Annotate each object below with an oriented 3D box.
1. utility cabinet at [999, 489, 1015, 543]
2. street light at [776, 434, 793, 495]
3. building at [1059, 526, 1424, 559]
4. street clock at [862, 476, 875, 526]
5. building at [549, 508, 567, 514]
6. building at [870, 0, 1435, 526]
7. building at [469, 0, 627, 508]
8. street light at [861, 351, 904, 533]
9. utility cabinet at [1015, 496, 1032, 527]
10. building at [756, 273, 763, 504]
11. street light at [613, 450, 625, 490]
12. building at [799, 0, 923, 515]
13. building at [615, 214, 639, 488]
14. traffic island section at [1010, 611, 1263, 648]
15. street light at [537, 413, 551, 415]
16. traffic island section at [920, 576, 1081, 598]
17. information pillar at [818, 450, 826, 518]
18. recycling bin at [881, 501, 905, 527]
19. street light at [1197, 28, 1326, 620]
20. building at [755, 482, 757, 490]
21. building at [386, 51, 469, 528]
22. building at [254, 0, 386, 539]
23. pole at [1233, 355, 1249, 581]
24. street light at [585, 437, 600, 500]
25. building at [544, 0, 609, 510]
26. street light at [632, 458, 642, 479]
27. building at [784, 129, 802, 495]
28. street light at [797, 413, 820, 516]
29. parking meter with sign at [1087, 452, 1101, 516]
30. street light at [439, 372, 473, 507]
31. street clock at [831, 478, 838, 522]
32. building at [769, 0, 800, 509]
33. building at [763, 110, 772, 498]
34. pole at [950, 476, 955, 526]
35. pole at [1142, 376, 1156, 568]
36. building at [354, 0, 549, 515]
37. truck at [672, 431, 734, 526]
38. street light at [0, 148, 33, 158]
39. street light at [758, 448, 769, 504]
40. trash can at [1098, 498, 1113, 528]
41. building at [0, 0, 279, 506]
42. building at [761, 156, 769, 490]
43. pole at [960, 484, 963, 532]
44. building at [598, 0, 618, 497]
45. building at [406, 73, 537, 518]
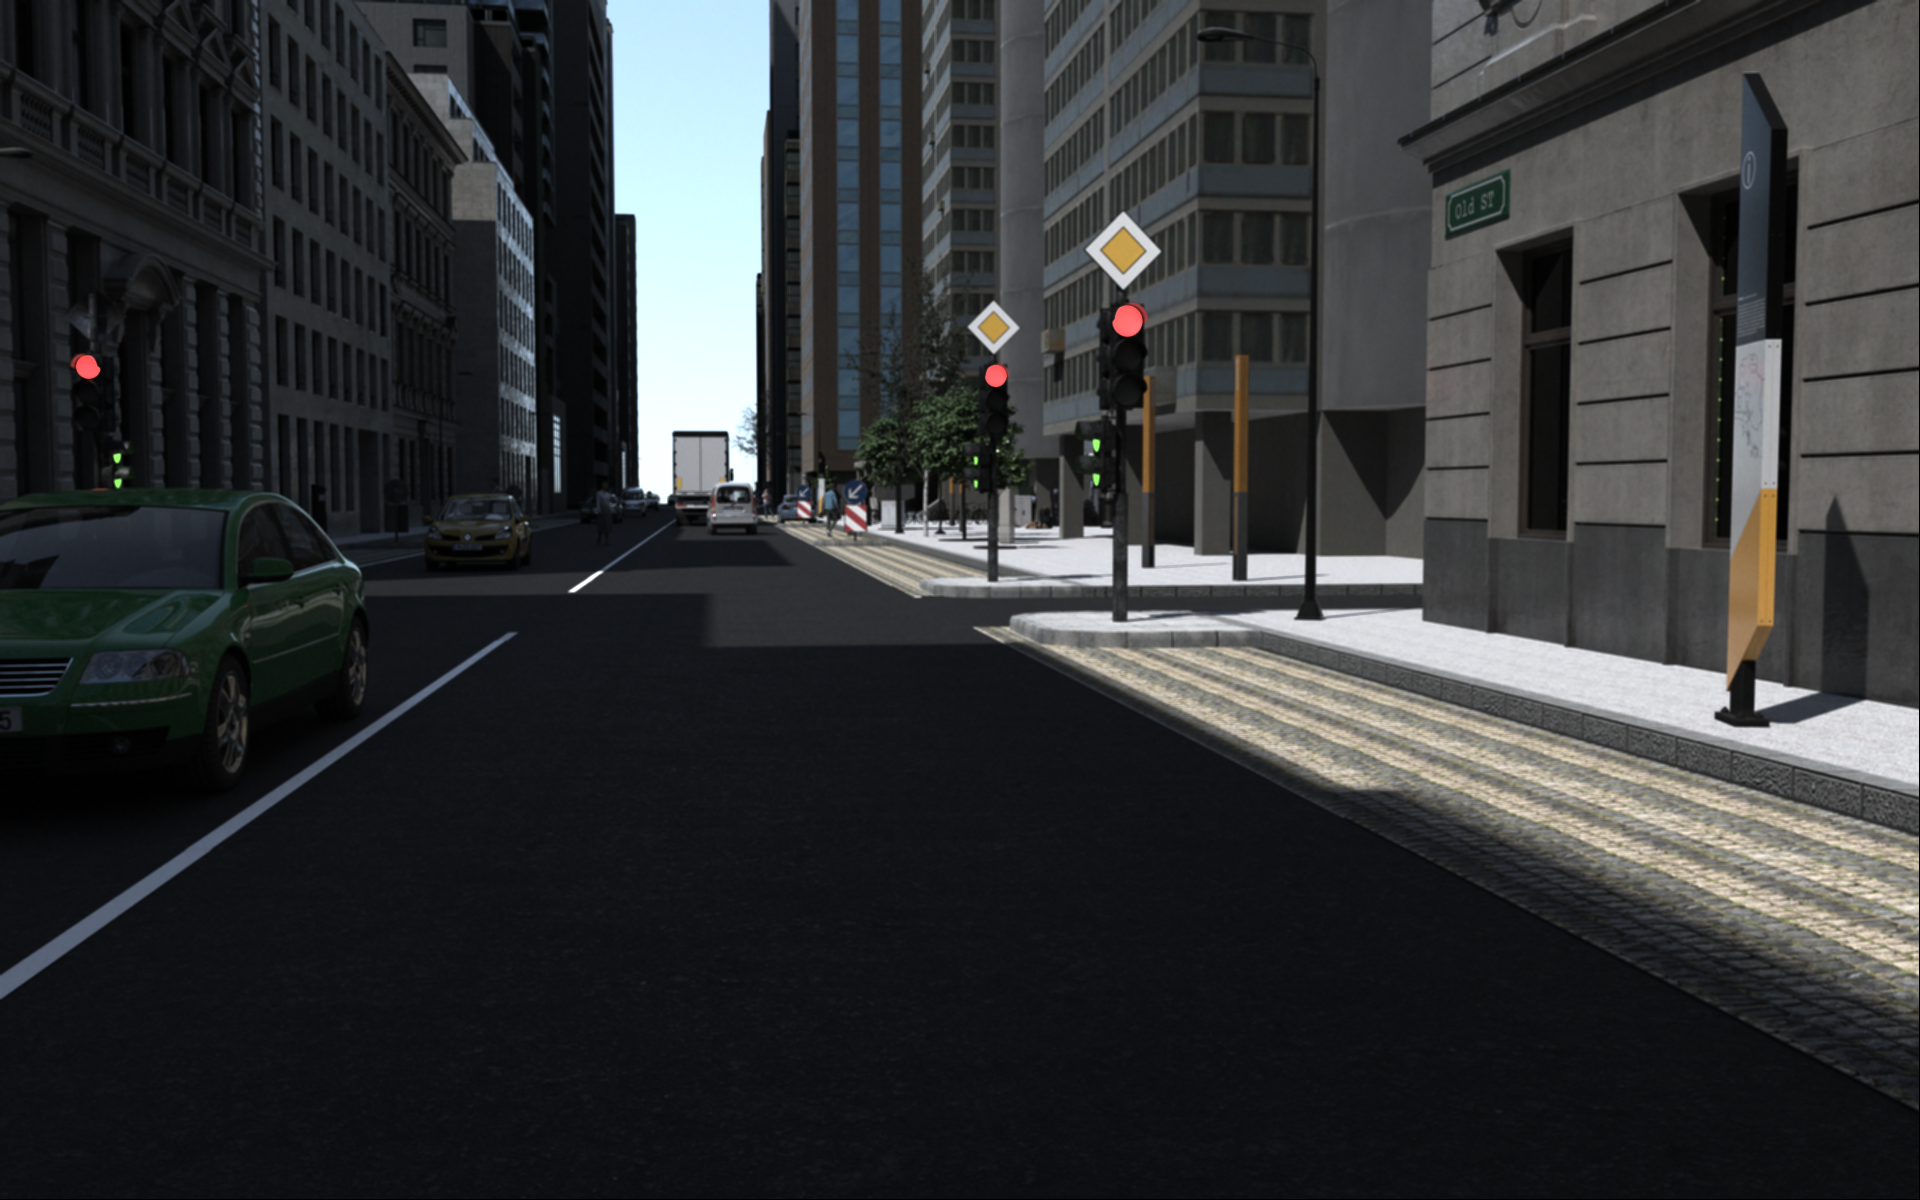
[{"bbox_3d":[1.210,-2.238,45.274,0.318,1.500,1.173,0,4,8],"label":"utility cabinet"},{"bbox_3d":[-13.422,-9.812,132.961,1.470,5.913,1.316,0,4,-8],"label":"street light"},{"bbox_3d":[15.315,-21.422,42.123,23.993,40.220,32.217,0,4,-8],"label":"building"},{"bbox_3d":[-3.680,-3.989,69.794,0.471,2.002,0.358,1,4,12],"label":"street clock"},{"bbox_3d":[-39.597,-49.591,123.483,22.319,86.520,31.000,0,4,-8],"label":"building"},{"bbox_3d":[10.966,-24.357,90.124,32.217,40.220,23.993,0,4,-8],"label":"building"},{"bbox_3d":[-54.039,-55.535,220.676,22.319,86.520,31.000,0,4,-8],"label":"building"},{"bbox_3d":[-2.507,-5.122,56.294,1.470,5.913,1.316,0,4,-8],"label":"street light"},{"bbox_3d":[2.309,-3.491,68.245,1.020,1.237,0.306,0,4,-2],"label":"utility cabinet"},{"bbox_3d":[-19.693,-27.869,227.355,14.160,30.474,14.107,0,4,-8],"label":"building"},{"bbox_3d":[-35.730,-12.766,181.257,1.470,5.913,1.316,0,4,-8],"label":"street light"},{"bbox_3d":[-3.095,-28.279,112.476,14.600,45.320,14.200,0,4,-8],"label":"building"},{"bbox_3d":[-53.016,-34.338,245.020,14.154,41.232,14.086,0,4,-8],"label":"building"},{"bbox_3d":[1.631,0.297,17.430,2.009,0.180,2.903,0,4,-8],"label":"traffic island section"},{"bbox_3d":[-24.050,-7.730,98.934,1.470,5.913,1.316,0,4,-8],"label":"street light"},{"bbox_3d":[0.503,-0.187,25.335,2.009,0.180,2.903,0,4,-8],"label":"traffic island section"},{"bbox_3d":[-7.357,-6.171,92.249,0.183,3.616,0.504,-3,5,-45],"label":"information pillar"},{"bbox_3d":[-2.584,-3.324,66.895,0.722,1.027,0.722,1,4,21],"label":"recycling bin"},{"bbox_3d":[3.052,-2.750,17.506,1.470,5.913,1.316,0,4,-8],"label":"street light"},{"bbox_3d":[-13.141,-33.999,247.764,32.217,40.220,23.993,0,4,-8],"label":"building"},{"bbox_3d":[-25.925,-12.433,67.911,10.561,19.102,19.286,0,4,-8],"label":"building"},{"bbox_3d":[-23.401,-11.943,50.012,10.420,20.320,16.860,0,4,-8],"label":"building"},{"bbox_3d":[4.143,-1.939,25.546,0.158,3.312,0.155,0,3,0],"label":"pole"},{"bbox_3d":[-30.021,-10.322,141.309,1.470,5.913,1.316,0,4,-8],"label":"street light"},{"bbox_3d":[-42.380,-32.258,151.126,21.300,48.544,21.600,0,4,-8],"label":"building"},{"bbox_3d":[-41.784,-15.385,224.085,1.470,5.913,1.316,0,4,-8],"label":"street light"},{"bbox_3d":[-7.331,-22.603,141.261,14.160,30.474,14.107,0,4,-8],"label":"building"},{"bbox_3d":[-8.589,-7.746,99.190,1.470,5.913,1.316,0,4,-8],"label":"street light"},{"bbox_3d":[5.735,-4.714,73.338,0.543,3.016,1.738,1,4,12],"label":"parking meter with sign"},{"bbox_3d":[-19.175,-5.707,65.850,1.470,5.913,1.316,0,4,-8],"label":"street light"},{"bbox_3d":[-5.818,-4.614,80.016,0.358,2.002,0.471,-1,4,-10],"label":"street clock"},{"bbox_3d":[-7.171,-37.907,161.786,21.231,58.520,28.212,0,4,-8],"label":"building"},{"bbox_3d":[-15.313,-33.574,199.053,14.600,45.320,14.200,0,4,-8],"label":"building"},{"bbox_3d":[-0.310,-4.633,69.595,0.158,3.312,0.155,0,3,0],"label":"pole"},{"bbox_3d":[3.274,-2.213,30.022,0.158,3.312,0.155,0,3,0],"label":"pole"},{"bbox_3d":[-32.582,-20.291,103.453,14.160,30.474,14.107,0,4,-8],"label":"building"},{"bbox_3d":[-12.208,-5.713,82.325,2.839,4.237,11.283,0,4,-7],"label":"truck"},{"bbox_3d":[-13.152,-3.107,23.338,1.470,5.913,1.316,0,4,-8],"label":"street light"},{"bbox_3d":[-19.586,-12.410,175.447,1.470,5.913,1.316,0,4,-8],"label":"street light"},{"bbox_3d":[5.552,-3.292,65.481,0.748,1.137,0.748,0,3,0],"label":"trash can"},{"bbox_3d":[-20.209,-12.388,31.422,11.050,23.489,19.941,0,4,-8],"label":"building"},{"bbox_3d":[-17.388,-32.388,213.142,14.154,41.232,14.086,0,4,-8],"label":"building"},{"bbox_3d":[0.084,-3.962,58.624,0.158,3.312,0.155,0,3,0],"label":"pole"},{"bbox_3d":[-49.711,-39.767,192.195,21.231,58.520,28.212,0,4,-8],"label":"building"},{"bbox_3d":[-27.561,-14.209,87.065,10.420,20.320,16.860,0,4,-8],"label":"building"}]
